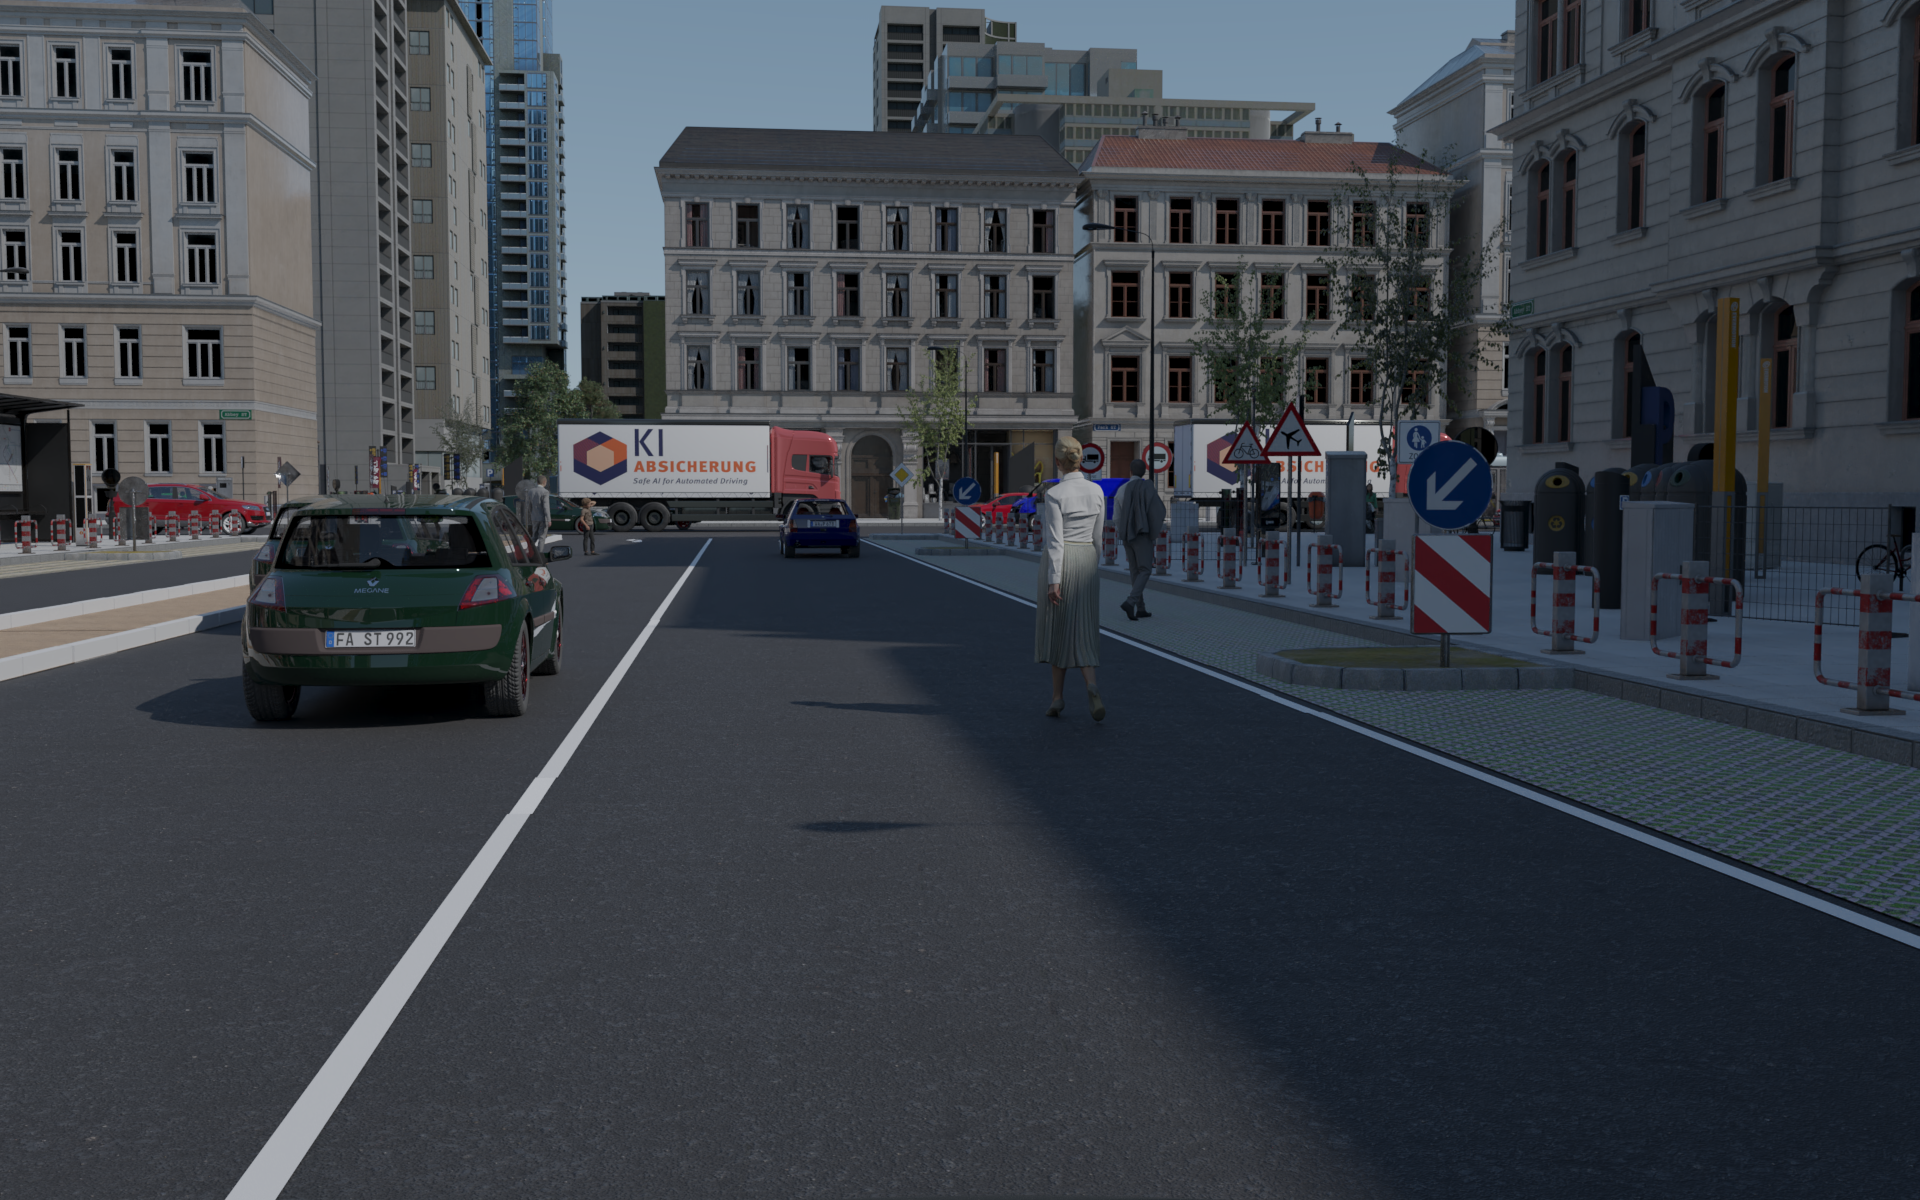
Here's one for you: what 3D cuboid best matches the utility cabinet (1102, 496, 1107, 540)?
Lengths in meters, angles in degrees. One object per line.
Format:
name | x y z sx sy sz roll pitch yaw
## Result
utility cabinet | 3.721 -2.317 49.043 0.306 1.237 1.020 -3 4 -36

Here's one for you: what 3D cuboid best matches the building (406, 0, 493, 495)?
building | -64.668 -36.222 181.462 27.495 52.752 28.713 0 4 -7

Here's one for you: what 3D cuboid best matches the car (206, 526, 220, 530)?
car | -31.752 -3.780 70.597 4.718 1.807 1.959 0 4 -6

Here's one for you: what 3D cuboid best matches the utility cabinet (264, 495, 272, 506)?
utility cabinet | -33.188 -4.398 83.070 0.306 1.237 1.020 -1 4 -18

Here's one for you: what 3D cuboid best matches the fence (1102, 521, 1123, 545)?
fence | 3.460 -1.386 38.039 0.278 0.683 2.069 -3 4 -36

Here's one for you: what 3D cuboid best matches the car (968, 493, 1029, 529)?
car | 1.918 -3.784 70.912 4.494 1.783 2.155 -1 4 -8

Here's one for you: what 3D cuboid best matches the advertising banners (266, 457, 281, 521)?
advertising banners | -32.333 -5.229 81.682 0.090 3.025 2.074 -3 5 -39

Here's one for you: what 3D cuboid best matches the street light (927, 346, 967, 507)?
street light | -0.348 -5.023 54.674 1.470 5.913 1.316 0 4 -7

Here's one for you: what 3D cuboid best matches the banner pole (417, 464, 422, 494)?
banner pole | -44.128 -9.259 141.409 0.401 3.779 0.863 1 4 22

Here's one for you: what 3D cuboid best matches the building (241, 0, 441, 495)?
building | -56.559 -43.469 148.967 20.563 71.187 20.611 0 4 -7

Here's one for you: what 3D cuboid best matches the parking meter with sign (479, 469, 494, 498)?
parking meter with sign | -32.840 -7.539 119.531 0.543 3.016 1.738 1 4 16

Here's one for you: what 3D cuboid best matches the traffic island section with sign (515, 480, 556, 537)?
traffic island section with sign | -13.564 -2.796 53.851 2.006 1.907 1.989 0 4 -7

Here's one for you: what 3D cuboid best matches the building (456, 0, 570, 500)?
building | -70.394 -57.377 250.777 31.000 86.520 22.319 0 4 -7

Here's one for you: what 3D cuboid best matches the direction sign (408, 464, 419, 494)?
direction sign | -40.523 -8.352 128.546 0.379 3.537 0.876 3 4 37

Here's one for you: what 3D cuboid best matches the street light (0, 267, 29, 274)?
street light | -19.768 -3.855 35.571 1.470 5.913 1.316 0 4 -7

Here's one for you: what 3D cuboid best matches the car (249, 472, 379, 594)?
car | -6.625 -0.583 19.320 2.009 1.686 4.222 -1 4 -8

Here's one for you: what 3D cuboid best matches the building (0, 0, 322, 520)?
building | -44.940 -18.559 89.339 20.117 28.700 13.634 0 4 -7

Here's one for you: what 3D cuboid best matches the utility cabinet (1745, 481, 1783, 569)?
utility cabinet | 13.724 -1.283 29.661 1.173 1.500 0.318 -3 5 -45

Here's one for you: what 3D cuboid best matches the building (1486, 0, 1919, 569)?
building | 21.785 -15.118 34.564 14.401 28.519 23.554 0 4 -7

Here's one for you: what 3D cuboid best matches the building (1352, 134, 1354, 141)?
building | 39.529 -30.627 192.636 23.993 40.220 32.217 0 4 -7

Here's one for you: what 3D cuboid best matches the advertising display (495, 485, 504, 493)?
advertising display | -33.038 -7.306 124.662 0.974 1.923 0.123 1 4 22

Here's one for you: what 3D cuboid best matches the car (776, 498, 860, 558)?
car | -3.296 -1.695 40.300 1.945 1.354 3.894 0 4 -8

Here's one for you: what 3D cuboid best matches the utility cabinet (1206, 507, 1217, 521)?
utility cabinet | 11.968 -4.298 81.429 1.020 1.237 0.306 -3 5 -44

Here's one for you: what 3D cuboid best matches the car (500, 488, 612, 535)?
car | -14.507 -3.164 61.515 4.222 1.686 2.009 0 4 -6

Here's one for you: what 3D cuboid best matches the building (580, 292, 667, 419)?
building | -47.465 -29.310 250.920 14.107 30.474 14.160 0 4 -7

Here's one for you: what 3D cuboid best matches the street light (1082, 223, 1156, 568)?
street light | 2.784 -3.508 29.890 1.470 5.913 1.316 0 4 -7

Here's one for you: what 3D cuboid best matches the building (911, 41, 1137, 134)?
building | 6.563 -34.816 188.851 23.786 49.044 30.456 0 4 -7

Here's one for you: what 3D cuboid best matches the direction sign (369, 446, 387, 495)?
direction sign | -27.419 -5.485 81.679 0.876 3.537 0.379 -3 5 -43

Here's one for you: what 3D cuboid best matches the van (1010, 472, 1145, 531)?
van | 4.508 -3.800 66.510 5.245 2.365 2.240 -1 4 -9

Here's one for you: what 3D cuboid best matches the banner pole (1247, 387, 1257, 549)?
banner pole | 6.841 -3.090 40.533 0.401 3.779 0.863 1 4 15

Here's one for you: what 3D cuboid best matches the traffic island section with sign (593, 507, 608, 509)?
traffic island section with sign | -34.855 -9.838 169.474 1.989 1.847 2.006 0 4 -7

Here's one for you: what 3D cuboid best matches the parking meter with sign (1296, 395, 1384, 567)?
parking meter with sign | 6.818 -2.096 30.533 1.738 3.016 0.543 0 4 5

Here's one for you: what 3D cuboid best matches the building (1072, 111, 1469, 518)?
building | 16.141 -16.006 97.858 21.152 22.565 11.583 0 4 -7

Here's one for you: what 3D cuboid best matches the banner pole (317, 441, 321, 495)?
banner pole | -30.177 -5.597 81.530 0.401 3.779 0.863 -2 4 -25

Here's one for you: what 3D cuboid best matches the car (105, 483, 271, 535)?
car | -26.797 -3.154 60.233 5.304 1.827 2.281 -1 4 -9

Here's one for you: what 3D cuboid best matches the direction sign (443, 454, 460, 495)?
direction sign | -28.469 -6.428 97.088 0.876 3.537 0.379 -1 4 -14

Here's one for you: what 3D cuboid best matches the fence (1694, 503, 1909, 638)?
fence | 7.818 -0.317 16.393 0.480 1.192 2.264 -2 4 -26

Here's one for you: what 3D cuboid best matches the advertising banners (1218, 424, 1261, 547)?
advertising banners | 6.933 -2.848 42.747 0.090 3.025 2.074 3 4 38

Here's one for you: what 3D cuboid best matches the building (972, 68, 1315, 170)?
building | 14.026 -28.794 162.670 32.217 40.220 23.993 0 4 -7

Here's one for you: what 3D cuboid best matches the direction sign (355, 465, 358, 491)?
direction sign | -47.890 -8.896 137.452 0.379 3.537 0.876 -2 4 -32

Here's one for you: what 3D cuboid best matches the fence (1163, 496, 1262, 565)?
fence | 4.353 -1.247 31.598 2.264 1.192 0.480 0 4 7

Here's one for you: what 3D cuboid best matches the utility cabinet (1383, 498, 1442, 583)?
utility cabinet | 6.610 -0.859 25.209 0.306 1.237 1.020 -2 4 -28

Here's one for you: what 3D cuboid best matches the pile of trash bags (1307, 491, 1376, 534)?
pile of trash bags | 13.022 -2.862 56.548 3.447 1.369 1.912 2 4 26

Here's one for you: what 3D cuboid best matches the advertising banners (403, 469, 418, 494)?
advertising banners | -37.864 -7.519 119.125 0.090 3.025 2.074 1 4 16

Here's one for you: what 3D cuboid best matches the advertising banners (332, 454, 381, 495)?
advertising banners | -27.934 -5.154 80.461 2.074 3.025 0.090 -1 4 -12

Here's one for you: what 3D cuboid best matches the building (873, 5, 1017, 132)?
building | -1.989 -50.169 258.521 20.611 71.187 20.563 0 4 -7

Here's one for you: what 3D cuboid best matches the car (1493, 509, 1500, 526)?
car | 22.772 -3.529 66.745 4.494 1.783 2.155 -1 4 -9

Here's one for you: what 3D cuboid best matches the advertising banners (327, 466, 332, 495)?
advertising banners | -39.496 -6.885 108.754 0.090 3.025 2.074 -2 4 -31

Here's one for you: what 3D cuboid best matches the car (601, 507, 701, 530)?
car | -12.534 -3.668 69.751 4.222 1.686 2.009 -1 4 -9

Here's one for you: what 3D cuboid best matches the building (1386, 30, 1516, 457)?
building | 36.730 -19.232 100.344 20.117 28.700 13.634 0 4 -7

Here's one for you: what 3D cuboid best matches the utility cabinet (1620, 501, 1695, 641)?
utility cabinet | 6.261 -0.267 15.528 0.306 1.237 1.020 3 5 41

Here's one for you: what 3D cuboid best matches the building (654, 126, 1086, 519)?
building | -14.243 -14.779 92.547 40.483 20.767 10.553 0 4 -7

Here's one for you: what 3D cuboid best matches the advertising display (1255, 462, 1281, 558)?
advertising display | 6.239 -1.827 35.084 0.123 1.923 0.974 2 4 34

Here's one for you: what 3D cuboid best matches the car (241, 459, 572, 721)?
car | -3.848 -0.162 12.436 2.009 1.686 4.222 -1 4 -8

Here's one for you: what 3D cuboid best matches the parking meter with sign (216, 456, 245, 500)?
parking meter with sign | -33.824 -5.097 79.602 1.738 3.016 0.543 -2 4 -28

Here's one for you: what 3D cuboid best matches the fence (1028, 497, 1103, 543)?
fence | 2.818 -2.124 45.936 2.264 1.192 0.480 -3 4 -37
